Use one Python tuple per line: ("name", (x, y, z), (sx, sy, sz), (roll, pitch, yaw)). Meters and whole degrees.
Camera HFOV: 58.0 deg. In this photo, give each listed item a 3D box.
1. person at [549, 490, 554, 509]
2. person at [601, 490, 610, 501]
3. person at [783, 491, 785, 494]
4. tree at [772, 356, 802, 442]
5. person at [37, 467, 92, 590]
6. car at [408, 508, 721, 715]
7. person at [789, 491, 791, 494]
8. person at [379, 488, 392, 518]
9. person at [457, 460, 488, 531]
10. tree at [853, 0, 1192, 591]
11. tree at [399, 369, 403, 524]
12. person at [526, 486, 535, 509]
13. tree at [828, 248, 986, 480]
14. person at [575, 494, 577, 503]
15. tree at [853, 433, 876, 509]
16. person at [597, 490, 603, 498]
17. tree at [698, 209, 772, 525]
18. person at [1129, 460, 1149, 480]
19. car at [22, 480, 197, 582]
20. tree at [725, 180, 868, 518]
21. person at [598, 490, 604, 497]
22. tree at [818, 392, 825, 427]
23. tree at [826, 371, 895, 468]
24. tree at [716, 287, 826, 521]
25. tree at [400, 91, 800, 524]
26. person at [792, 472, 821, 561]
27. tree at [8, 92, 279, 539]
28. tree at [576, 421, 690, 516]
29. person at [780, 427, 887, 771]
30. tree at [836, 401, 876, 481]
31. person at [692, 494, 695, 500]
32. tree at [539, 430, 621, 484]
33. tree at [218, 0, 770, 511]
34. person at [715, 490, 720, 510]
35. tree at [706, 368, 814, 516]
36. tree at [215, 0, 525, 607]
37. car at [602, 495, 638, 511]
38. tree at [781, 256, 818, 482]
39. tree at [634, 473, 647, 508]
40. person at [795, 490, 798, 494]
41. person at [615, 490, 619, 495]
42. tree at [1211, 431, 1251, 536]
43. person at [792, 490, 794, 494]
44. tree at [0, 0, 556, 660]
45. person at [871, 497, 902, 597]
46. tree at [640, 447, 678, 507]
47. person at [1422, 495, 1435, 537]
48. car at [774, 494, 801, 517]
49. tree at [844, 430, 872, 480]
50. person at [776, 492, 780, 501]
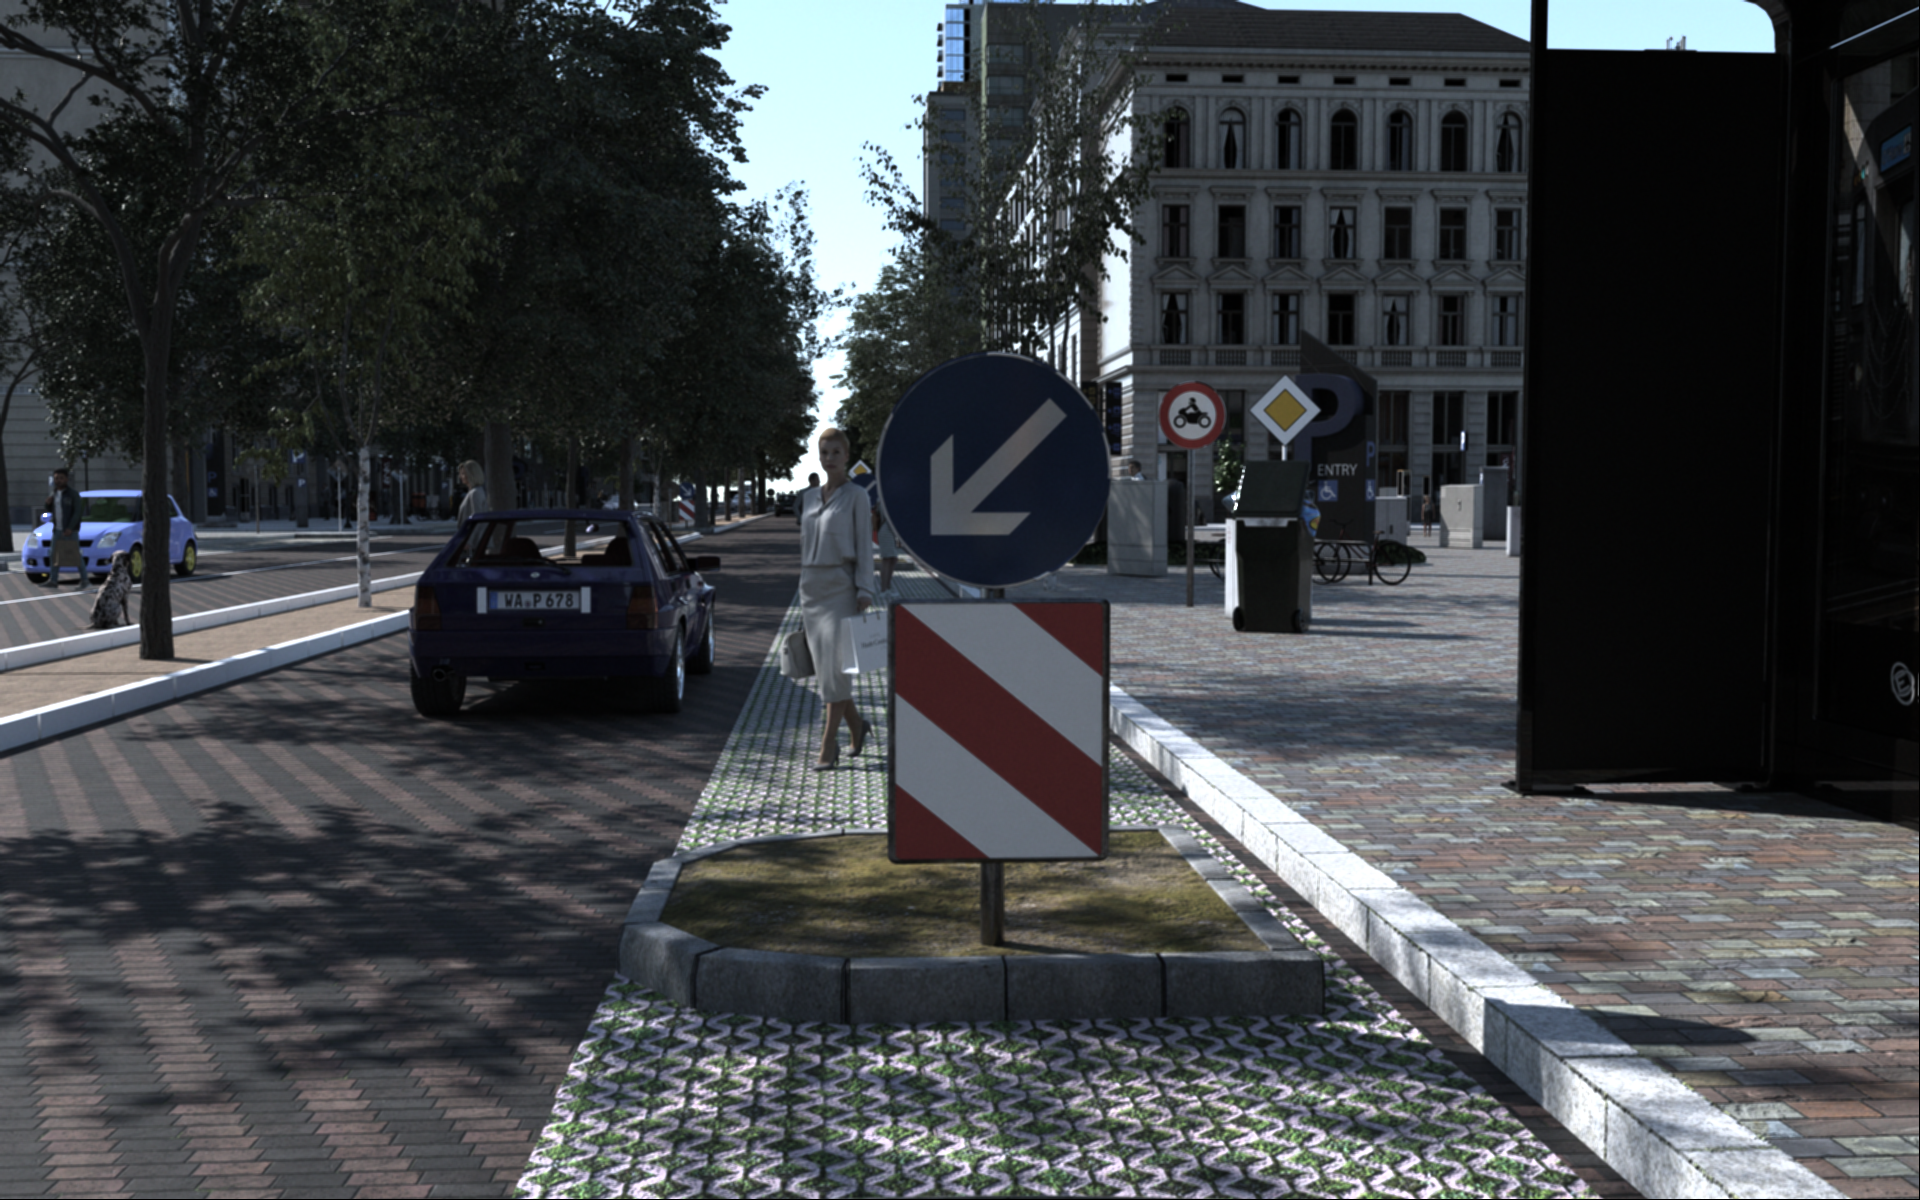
("person", (-33.749, -8.386, 143.134), (0.705, 1.826, 1.348), (-1, 4, -9))
("person", (-39.569, -11.424, 193.562), (1.217, 1.736, 0.721), (-2, 4, -27))
("person", (-23.257, -13.404, 227.523), (0.709, 1.838, 0.599), (3, 5, 43))
("tree", (-11.446, -8.715, 79.360), (8.767, 10.594, 7.601), (0, 4, -4))
("person", (-13.266, -1.053, 25.702), (0.794, 1.824, 0.713), (3, 4, 37))
("car", (-2.762, -0.004, 12.639), (1.945, 1.354, 3.894), (0, 4, -3))
("person", (-15.741, -9.231, 160.341), (0.530, 1.710, 0.541), (-1, 4, -18))
("person", (-30.806, -5.295, 92.784), (0.661, 1.801, 0.590), (0, 4, -6))
("person", (-5.324, -0.634, 19.049), (0.728, 1.800, 0.709), (-1, 4, -17))
("tree", (1.022, -4.439, 22.948), (4.360, 8.622, 3.978), (0, 3, 0))
("tree", (-23.918, -9.562, 73.342), (9.611, 12.733, 9.660), (0, 3, 0))
("person", (-25.361, -5.862, 102.234), (0.623, 1.781, 0.721), (0, 4, 7))
("tree", (-2.406, -9.936, 80.576), (7.486, 12.596, 7.792), (0, 3, 0))
("person", (-26.171, -6.773, 116.806), (0.581, 1.822, 0.654), (0, 4, 3))
("tree", (-7.344, -12.350, 152.284), (4.737, 8.622, 4.395), (0, 3, 0))
("person", (-43.127, -12.322, 207.604), (1.348, 1.812, 0.705), (-2, 4, -29))
("tree", (-8.856, -6.225, 38.645), (8.767, 10.594, 7.601), (0, 4, -4))
("person", (2.923, -1.356, 28.310), (0.850, 1.850, 0.679), (1, 4, 9))
("car", (-14.344, -1.205, 29.288), (1.945, 1.707, 3.694), (0, 4, -4))
("tree", (-11.888, -14.967, 103.050), (12.611, 20.169, 13.585), (0, 3, 0))
("person", (-43.354, -12.441, 210.183), (1.217, 1.736, 0.721), (-2, 4, -35))
("tree", (-14.034, -13.041, 122.327), (9.857, 13.997, 8.962), (0, 3, 0))
("tree", (-5.356, -11.519, 122.745), (8.767, 10.594, 7.601), (0, 3, 0))
("tree", (-12.232, -10.877, 90.672), (12.009, 13.543, 11.850), (0, 3, 0))
("tree", (-9.230, -7.843, 47.693), (9.611, 12.733, 9.660), (0, 3, 0))
("person", (-2.612, -1.331, 30.369), (0.391, 1.810, 0.635), (3, 4, 37))
("tree", (-22.457, -8.111, 49.626), (9.611, 12.733, 9.660), (0, 3, 0))
("tree", (-9.721, -6.253, 55.061), (4.737, 8.622, 4.395), (0, 3, 0))
("person", (-0.615, -0.018, 9.141), (0.624, 1.780, 0.694), (-3, 5, -42))
("tree", (-9.798, -17.908, 199.451), (9.857, 13.997, 8.962), (0, 3, 0))
("person", (-22.928, -8.571, 149.173), (0.617, 1.759, 0.750), (0, 4, 3))
("tree", (-28.699, -13.172, 133.485), (7.486, 12.596, 7.792), (0, 3, 0))
("tree", (-7.759, -7.335, 29.045), (9.857, 13.997, 8.962), (0, 3, 0))
("person", (-22.016, -9.040, 156.306), (0.705, 1.824, 1.348), (2, 4, 30))
("tree", (-13.489, -11.807, 113.632), (7.486, 12.596, 7.792), (0, 3, 0))
("tree", (-7.565, -4.220, 21.821), (4.737, 8.622, 4.395), (0, 3, 0))
("car", (-20.964, -5.782, 106.904), (2.083, 1.381, 4.827), (0, 4, -5))
("tree", (-10.400, -9.808, 69.465), (9.857, 13.997, 8.962), (0, 3, 0))
("tree", (-29.877, -10.073, 159.291), (1.663, 3.219, 1.824), (0, 3, 0))
("person", (-14.850, -9.121, 157.648), (1.348, 1.822, 0.705), (-1, 4, -9))
("person", (-44.363, -13.358, 224.537), (1.350, 1.814, 0.705), (0, 4, 1))
("tree", (8.177, -3.574, 53.036), (1.663, 3.219, 1.824), (0, 3, 0))
("person", (-14.662, -8.733, 151.829), (0.990, 1.755, 0.434), (1, 4, 18))
("tree", (-6.953, -4.737, 14.324), (8.767, 10.594, 7.601), (0, 4, -4))
("person", (-1.011, -0.886, 23.988), (0.522, 1.701, 0.512), (-1, 4, -22))
("tree", (-30.507, -13.864, 177.046), (4.360, 8.622, 3.978), (0, 3, 0))
("person", (14.088, -2.531, 52.096), (0.362, 1.253, 0.373), (1, 4, 19))
("car", (-10.755, -6.074, 109.103), (2.009, 1.686, 4.222), (0, 4, -4))
("tree", (-14.365, -21.124, 262.387), (9.611, 12.733, 9.660), (0, 3, 0))
("person", (-23.337, -13.023, 222.087), (0.551, 1.740, 0.621), (0, 4, -3))
